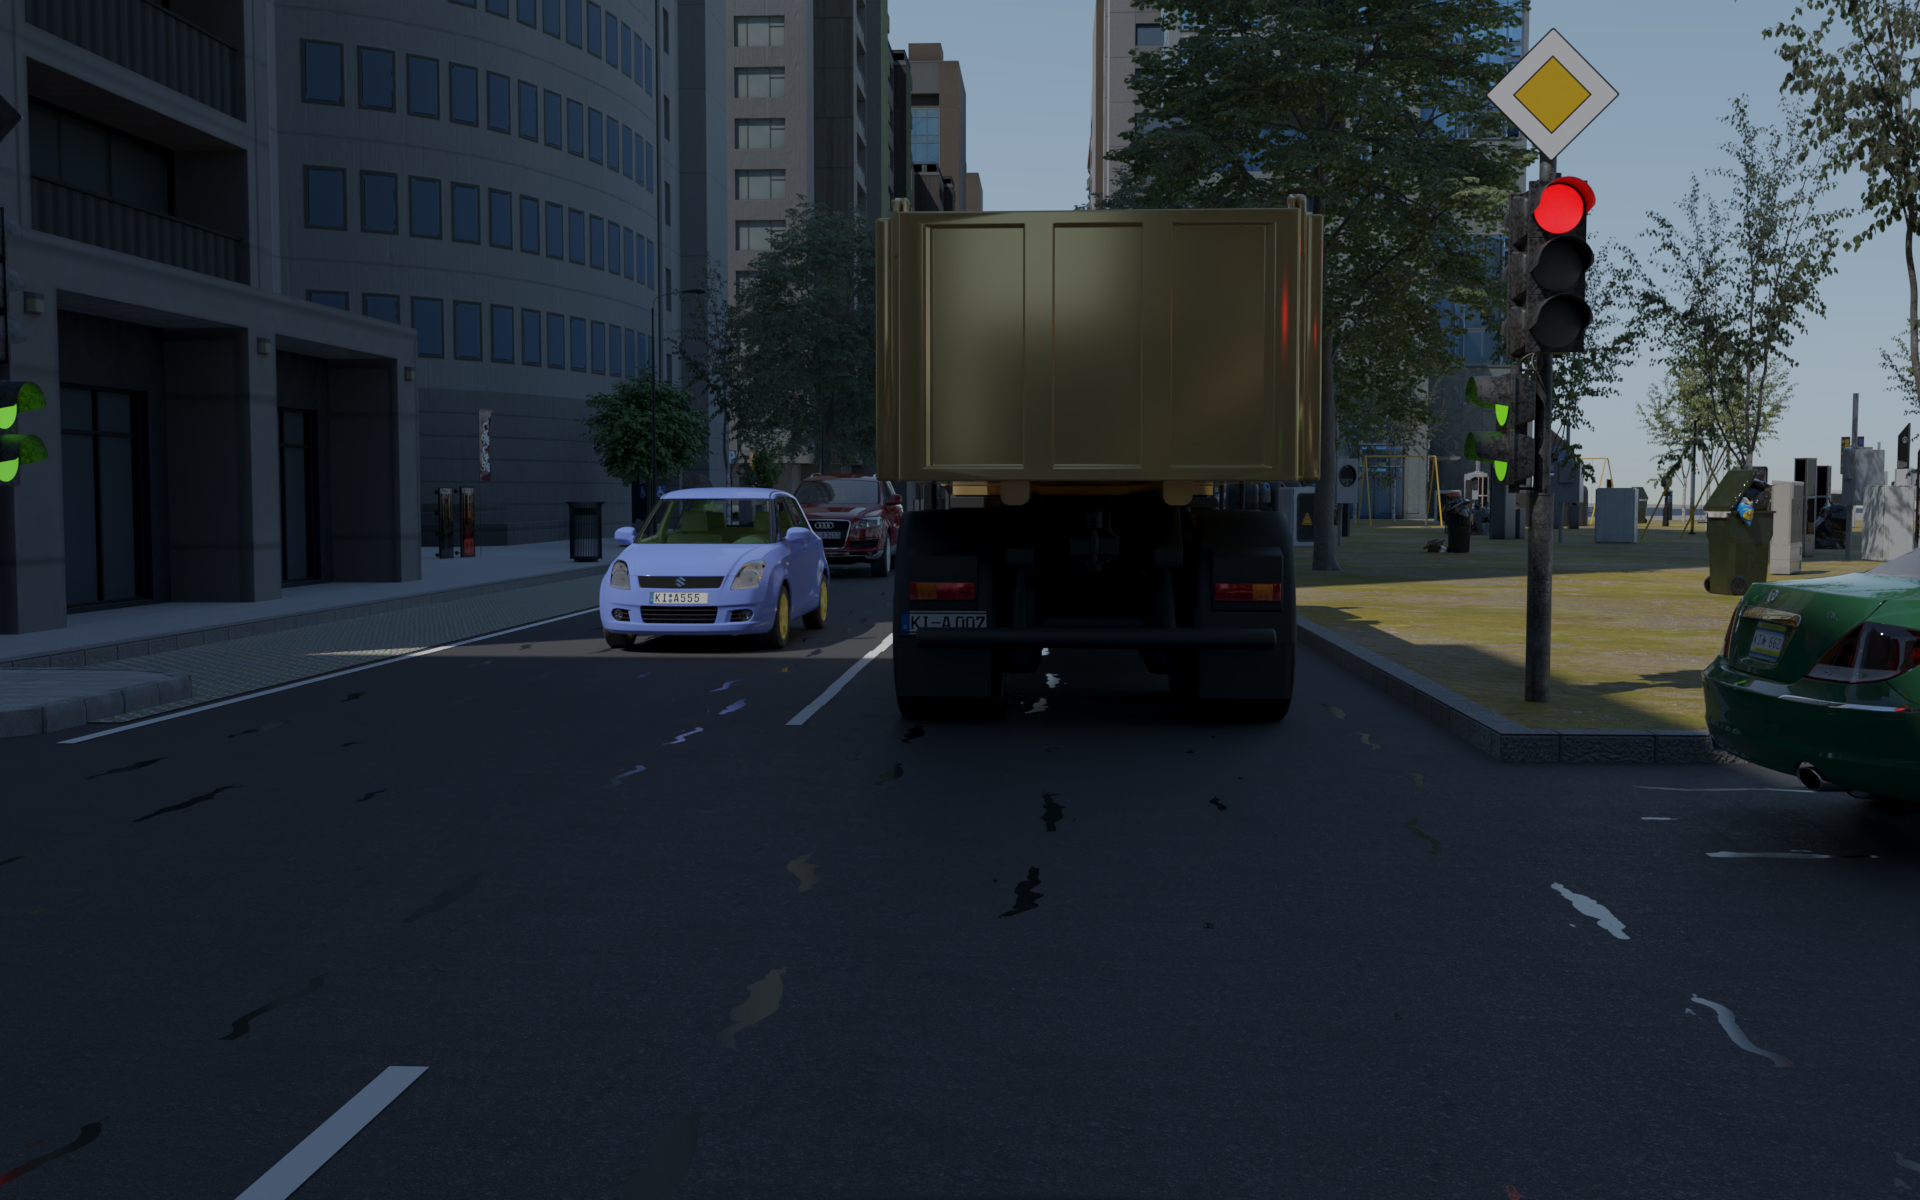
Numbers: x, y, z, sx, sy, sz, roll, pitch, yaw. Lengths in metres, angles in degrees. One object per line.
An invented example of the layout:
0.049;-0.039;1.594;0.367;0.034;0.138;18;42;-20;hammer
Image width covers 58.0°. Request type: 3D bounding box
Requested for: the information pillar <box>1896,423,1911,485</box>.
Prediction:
31.089;-4.021;57.090;0.183;3.616;0.504;-1;4;-12;information pillar

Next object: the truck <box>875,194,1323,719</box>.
1.059;-1.147;14.686;3.469;3.379;9.791;0;4;3;truck

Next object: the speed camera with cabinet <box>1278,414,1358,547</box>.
8.736;-2.927;42.190;2.038;3.252;0.660;-2;4;-28;speed camera with cabinet

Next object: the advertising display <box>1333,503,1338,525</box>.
15.405;-4.033;71.152;0.123;1.923;0.974;-1;4;-21;advertising display

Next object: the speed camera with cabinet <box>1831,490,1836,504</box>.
34.109;-4.375;65.863;2.038;3.252;0.660;2;4;33;speed camera with cabinet

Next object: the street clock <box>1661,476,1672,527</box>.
27.874;-3.902;68.361;0.471;2.002;0.358;-3;4;-38;street clock

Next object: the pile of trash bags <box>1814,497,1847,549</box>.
19.840;-1.892;40.687;1.912;1.369;3.447;2;4;31;pile of trash bags

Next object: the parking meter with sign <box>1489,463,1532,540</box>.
15.480;-3.235;49.160;0.543;3.016;1.738;3;5;44;parking meter with sign

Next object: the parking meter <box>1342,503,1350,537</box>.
11.615;-2.846;52.239;0.255;1.863;0.399;1;4;23;parking meter

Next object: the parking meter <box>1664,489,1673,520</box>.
34.614;-4.661;84.620;0.372;1.533;0.369;0;3;0;parking meter

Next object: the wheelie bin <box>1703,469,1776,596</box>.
9.960;-0.870;22.139;0.693;1.594;0.980;0;4;-7;wheelie bin

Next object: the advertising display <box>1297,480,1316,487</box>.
11.016;-3.002;54.294;0.974;1.923;0.123;0;4;-4;advertising display

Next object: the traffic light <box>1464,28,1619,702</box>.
3.561;-1.328;10.627;0.839;4.253;0.868;0;4;3;traffic light

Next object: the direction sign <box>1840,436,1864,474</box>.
35.063;-4.656;68.130;0.379;3.537;0.876;-3;4;-38;direction sign

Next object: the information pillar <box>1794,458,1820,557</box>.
17.182;-1.881;35.241;0.304;2.012;0.304;-2;4;-25;information pillar

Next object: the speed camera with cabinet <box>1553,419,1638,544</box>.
16.686;-3.126;45.441;2.038;3.252;0.660;2;4;30;speed camera with cabinet

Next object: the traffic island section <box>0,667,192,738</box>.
-6.426;0.673;11.285;2.009;0.180;2.903;0;4;3;traffic island section

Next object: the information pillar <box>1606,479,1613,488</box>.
31.488;-4.865;84.027;0.304;2.012;0.304;1;4;20;information pillar

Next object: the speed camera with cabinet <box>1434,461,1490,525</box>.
20.917;-4.772;72.355;2.038;3.252;0.660;2;4;31;speed camera with cabinet

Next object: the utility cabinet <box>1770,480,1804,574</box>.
13.273;-1.168;27.771;0.318;1.500;1.173;2;4;34;utility cabinet

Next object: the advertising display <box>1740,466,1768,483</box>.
18.251;-2.118;39.849;0.974;1.923;0.123;-3;4;-36;advertising display

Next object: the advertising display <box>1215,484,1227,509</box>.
10.871;-4.062;71.623;0.974;1.923;0.123;-2;4;-29;advertising display

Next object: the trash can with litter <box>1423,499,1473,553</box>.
10.687;-1.625;37.957;1.055;1.170;0.624;2;4;35;trash can with litter

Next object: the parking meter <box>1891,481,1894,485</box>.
37.978;-3.948;70.269;0.255;1.863;0.399;-1;4;-11;parking meter

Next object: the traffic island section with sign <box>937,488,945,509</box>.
-1.124;-6.153;109.232;1.989;1.847;2.006;0;4;3;traffic island section with sign

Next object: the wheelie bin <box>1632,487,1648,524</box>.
29.450;-4.127;75.385;0.980;1.594;0.693;-1;4;-22;wheelie bin

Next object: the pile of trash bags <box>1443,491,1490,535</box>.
16.470;-2.815;55.774;1.912;1.369;3.447;-1;4;-9;pile of trash bags

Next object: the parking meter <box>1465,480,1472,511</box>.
20.862;-3.997;71.060;0.255;1.863;0.399;1;4;12;parking meter

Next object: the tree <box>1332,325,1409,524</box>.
17.044;-7.579;74.286;4.737;8.622;4.395;0;3;0;tree

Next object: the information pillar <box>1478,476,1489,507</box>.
21.507;-4.081;71.218;0.304;2.012;0.304;-1;4;-21;information pillar

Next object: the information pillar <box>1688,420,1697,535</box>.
23.261;-3.890;54.954;0.183;3.616;0.504;1;4;16;information pillar

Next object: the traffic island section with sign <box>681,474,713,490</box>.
-5.196;-1.550;33.963;1.989;1.847;2.006;0;4;3;traffic island section with sign

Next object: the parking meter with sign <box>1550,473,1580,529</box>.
21.832;-4.119;63.614;1.738;3.016;0.543;0;4;7;parking meter with sign

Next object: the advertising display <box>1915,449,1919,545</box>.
13.328;-1.105;23.273;0.123;1.923;0.974;-2;4;-26;advertising display

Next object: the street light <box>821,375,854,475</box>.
-4.828;-5.805;67.450;1.470;5.913;1.316;0;4;3;street light

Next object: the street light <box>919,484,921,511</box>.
-2.138;-8.756;115.697;1.470;5.913;1.316;0;4;3;street light

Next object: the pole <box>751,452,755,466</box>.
-10.087;-5.536;84.351;0.158;3.312;0.155;0;3;0;pole

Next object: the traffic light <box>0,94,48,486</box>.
-6.386;-1.359;11.148;0.839;4.253;0.868;0;4;3;traffic light

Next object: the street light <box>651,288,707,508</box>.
-6.407;-4.081;39.258;1.470;5.913;1.316;0;4;3;street light

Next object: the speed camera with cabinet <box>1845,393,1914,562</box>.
17.656;-2.384;33.306;0.660;3.252;2.038;0;4;6;speed camera with cabinet

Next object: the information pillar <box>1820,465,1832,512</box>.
22.202;-2.451;44.562;0.304;2.012;0.304;3;5;40;information pillar

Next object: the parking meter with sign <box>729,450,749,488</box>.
-8.396;-4.419;68.517;1.738;3.016;0.543;2;4;31;parking meter with sign
